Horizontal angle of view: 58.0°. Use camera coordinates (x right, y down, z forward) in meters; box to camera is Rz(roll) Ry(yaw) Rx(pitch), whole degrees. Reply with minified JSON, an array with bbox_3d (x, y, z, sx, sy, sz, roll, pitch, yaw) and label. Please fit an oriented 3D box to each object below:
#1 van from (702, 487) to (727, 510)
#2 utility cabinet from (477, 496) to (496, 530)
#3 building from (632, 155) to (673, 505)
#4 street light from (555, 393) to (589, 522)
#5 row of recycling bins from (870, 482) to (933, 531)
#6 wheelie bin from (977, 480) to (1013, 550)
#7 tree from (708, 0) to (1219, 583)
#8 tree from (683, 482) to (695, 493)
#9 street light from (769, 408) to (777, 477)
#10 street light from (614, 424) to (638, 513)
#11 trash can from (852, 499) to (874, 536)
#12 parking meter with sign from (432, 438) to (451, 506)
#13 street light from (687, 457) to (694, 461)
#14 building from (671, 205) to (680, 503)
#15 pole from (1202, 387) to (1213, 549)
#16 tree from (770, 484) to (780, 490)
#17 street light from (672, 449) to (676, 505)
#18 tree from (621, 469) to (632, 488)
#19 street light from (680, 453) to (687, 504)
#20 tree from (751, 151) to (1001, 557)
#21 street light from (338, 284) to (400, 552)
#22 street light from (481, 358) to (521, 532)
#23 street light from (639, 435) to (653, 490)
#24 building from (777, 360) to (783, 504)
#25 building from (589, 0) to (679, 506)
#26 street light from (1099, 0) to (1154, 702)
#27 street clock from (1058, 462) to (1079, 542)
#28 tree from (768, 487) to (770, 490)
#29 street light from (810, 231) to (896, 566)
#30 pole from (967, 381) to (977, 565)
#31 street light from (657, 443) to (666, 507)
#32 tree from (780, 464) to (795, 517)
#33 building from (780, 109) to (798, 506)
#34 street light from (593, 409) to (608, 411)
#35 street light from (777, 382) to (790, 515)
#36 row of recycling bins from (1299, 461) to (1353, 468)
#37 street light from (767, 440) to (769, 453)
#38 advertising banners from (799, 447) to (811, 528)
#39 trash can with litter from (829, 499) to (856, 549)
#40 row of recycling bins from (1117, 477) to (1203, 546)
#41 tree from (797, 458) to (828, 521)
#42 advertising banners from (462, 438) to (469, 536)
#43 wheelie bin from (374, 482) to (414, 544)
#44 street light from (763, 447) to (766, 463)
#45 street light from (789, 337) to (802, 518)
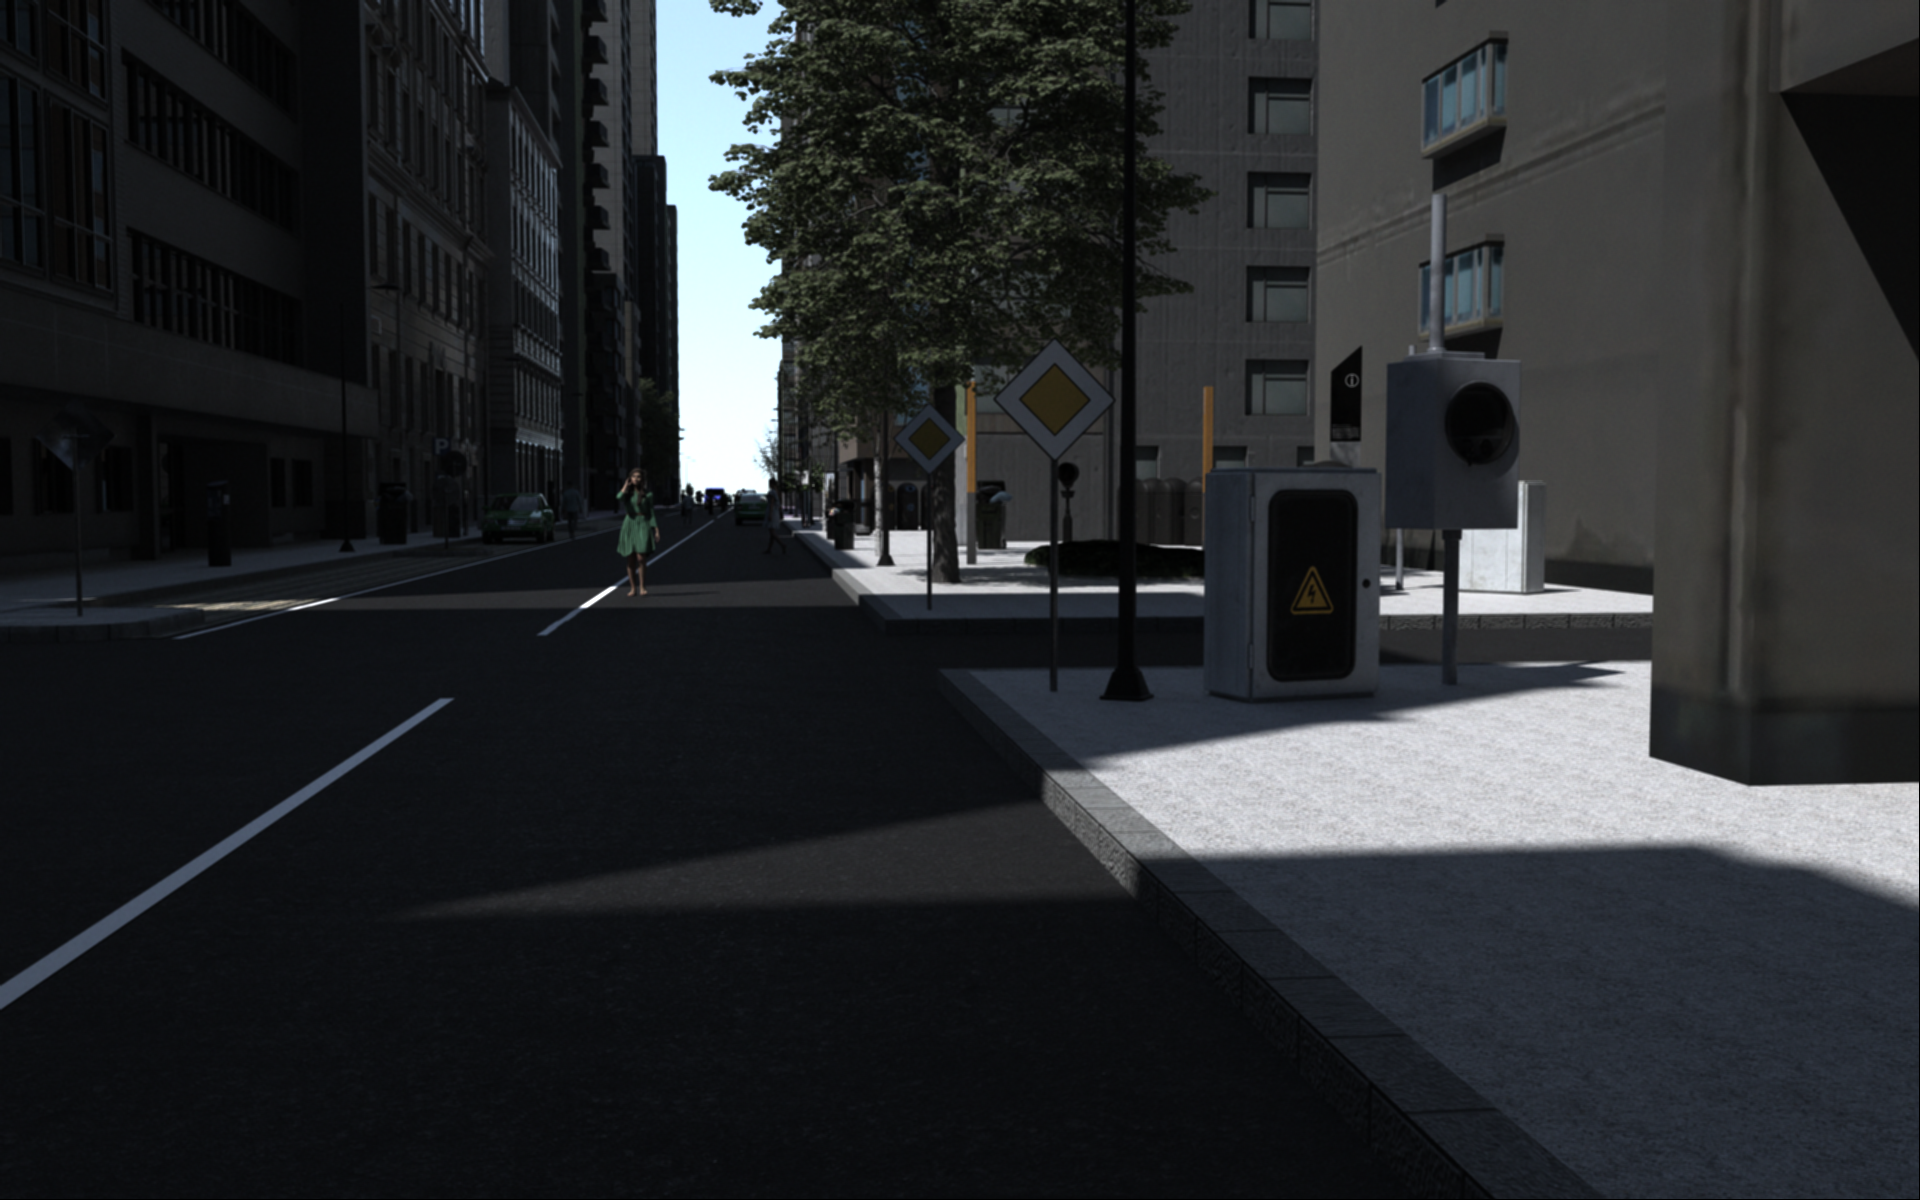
[{"bbox_3d":[-22.429,-9.440,158.727,2.240,2.365,5.245,0,4,-5],"label":"van"},{"bbox_3d":[-16.898,-3.142,62.531,1.020,1.237,0.306,0,4,5],"label":"utility cabinet"},{"bbox_3d":[-41.542,-31.737,202.502,14.154,41.232,14.086,0,4,-7],"label":"building"},{"bbox_3d":[-18.010,-6.556,79.737,1.470,5.913,1.316,0,4,-7],"label":"street light"},{"bbox_3d":[-1.455,-3.326,61.485,3.534,1.692,1.069,-1,4,-18],"label":"row of recycling bins"},{"bbox_3d":[0.741,-1.971,40.138,0.980,1.594,0.693,1,4,13],"label":"wheelie bin"},{"bbox_3d":[0.061,-6.499,24.392,7.486,12.596,7.792,0,3,0],"label":"tree"},{"bbox_3d":[-39.360,-15.678,250.934,1.663,3.219,1.824,0,3,0],"label":"tree"},{"bbox_3d":[-9.426,-7.410,93.696,1.470,5.913,1.316,0,4,-7],"label":"street light"},{"bbox_3d":[-22.290,-8.703,114.828,1.470,5.913,1.316,0,4,-7],"label":"street light"},{"bbox_3d":[-2.993,-2.555,53.433,0.748,1.137,0.748,0,3,0],"label":"trash can"},{"bbox_3d":[-15.788,-3.455,52.743,0.543,3.016,1.738,-1,4,-15],"label":"parking meter with sign"},{"bbox_3d":[-34.540,-14.994,217.685,1.470,5.913,1.316,0,4,-7],"label":"street light"},{"bbox_3d":[-45.903,-33.862,237.244,14.154,41.232,14.086,0,4,-7],"label":"building"},{"bbox_3d":[4.713,-2.392,32.954,0.158,3.312,0.155,0,3,0],"label":"pole"},{"bbox_3d":[-14.756,-9.307,146.764,1.663,3.219,1.824,0,3,0],"label":"tree"},{"bbox_3d":[-29.575,-12.464,176.326,1.470,5.913,1.316,0,4,-7],"label":"street light"},{"bbox_3d":[-24.869,-8.335,130.879,1.663,3.219,1.824,0,3,0],"label":"tree"},{"bbox_3d":[-32.118,-13.729,197.002,1.470,5.913,1.316,0,4,-7],"label":"street light"},{"bbox_3d":[-1.496,-5.190,35.217,4.360,8.622,3.978,0,3,0],"label":"tree"},{"bbox_3d":[-13.093,-4.028,38.393,1.470,5.913,1.316,0,4,-7],"label":"street light"},{"bbox_3d":[-15.622,-5.289,59.017,1.470,5.913,1.316,0,4,-7],"label":"street light"},{"bbox_3d":[-24.701,-9.962,135.412,1.470,5.913,1.316,0,4,-7],"label":"street light"},{"bbox_3d":[-11.091,-24.099,239.065,27.650,21.520,28.899,0,4,-7],"label":"building"},{"bbox_3d":[-46.383,-47.719,218.450,20.563,71.187,20.611,0,4,-7],"label":"building"},{"bbox_3d":[0.510,-2.330,10.639,1.470,5.913,1.316,0,4,-7],"label":"street light"},{"bbox_3d":[2.469,-2.149,39.705,0.471,2.002,0.358,1,4,23],"label":"street clock"},{"bbox_3d":[-21.642,-12.662,201.617,1.663,3.219,1.824,0,3,0],"label":"tree"},{"bbox_3d":[-1.862,-3.558,30.723,1.470,5.913,1.316,0,4,-7],"label":"street light"},{"bbox_3d":[0.214,-2.300,31.454,0.158,3.312,0.155,0,3,0],"label":"pole"},{"bbox_3d":[-27.223,-11.220,155.982,1.470,5.913,1.316,0,4,-7],"label":"street light"},{"bbox_3d":[-8.938,-6.169,95.468,1.663,3.219,1.824,0,3,0],"label":"tree"},{"bbox_3d":[-12.234,-30.786,186.942,14.154,41.232,14.086,0,4,-7],"label":"building"},{"bbox_3d":[-19.858,-7.444,94.247,1.470,5.913,1.316,0,4,-7],"label":"street light"},{"bbox_3d":[-6.723,-6.076,71.885,1.470,5.913,1.316,0,4,-7],"label":"street light"},{"bbox_3d":[4.791,-0.966,22.915,1.069,1.692,3.534,0,4,7],"label":"row of recycling bins"},{"bbox_3d":[-11.084,-8.272,107.792,1.470,5.913,1.316,0,4,-7],"label":"street light"},{"bbox_3d":[-5.844,-4.211,65.043,0.090,3.025,2.074,0,4,7],"label":"advertising banners"},{"bbox_3d":[-2.751,-1.758,40.137,0.624,1.170,1.055,-1,4,-9],"label":"trash can with litter"},{"bbox_3d":[5.191,-2.248,43.875,1.069,1.692,3.534,-2,4,-32],"label":"row of recycling bins"},{"bbox_3d":[-6.881,-5.437,83.489,1.663,3.219,1.824,0,3,0],"label":"tree"},{"bbox_3d":[-15.269,-3.508,53.551,0.090,3.025,2.074,-1,4,-12],"label":"advertising banners"},{"bbox_3d":[-14.450,-2.224,44.270,0.980,1.594,0.693,-2,4,-27],"label":"wheelie bin"},{"bbox_3d":[-15.986,-10.790,148.949,1.470,5.913,1.316,0,4,-7],"label":"street light"},{"bbox_3d":[-4.223,-4.818,51.312,1.470,5.913,1.316,0,4,-7],"label":"street light"}]
